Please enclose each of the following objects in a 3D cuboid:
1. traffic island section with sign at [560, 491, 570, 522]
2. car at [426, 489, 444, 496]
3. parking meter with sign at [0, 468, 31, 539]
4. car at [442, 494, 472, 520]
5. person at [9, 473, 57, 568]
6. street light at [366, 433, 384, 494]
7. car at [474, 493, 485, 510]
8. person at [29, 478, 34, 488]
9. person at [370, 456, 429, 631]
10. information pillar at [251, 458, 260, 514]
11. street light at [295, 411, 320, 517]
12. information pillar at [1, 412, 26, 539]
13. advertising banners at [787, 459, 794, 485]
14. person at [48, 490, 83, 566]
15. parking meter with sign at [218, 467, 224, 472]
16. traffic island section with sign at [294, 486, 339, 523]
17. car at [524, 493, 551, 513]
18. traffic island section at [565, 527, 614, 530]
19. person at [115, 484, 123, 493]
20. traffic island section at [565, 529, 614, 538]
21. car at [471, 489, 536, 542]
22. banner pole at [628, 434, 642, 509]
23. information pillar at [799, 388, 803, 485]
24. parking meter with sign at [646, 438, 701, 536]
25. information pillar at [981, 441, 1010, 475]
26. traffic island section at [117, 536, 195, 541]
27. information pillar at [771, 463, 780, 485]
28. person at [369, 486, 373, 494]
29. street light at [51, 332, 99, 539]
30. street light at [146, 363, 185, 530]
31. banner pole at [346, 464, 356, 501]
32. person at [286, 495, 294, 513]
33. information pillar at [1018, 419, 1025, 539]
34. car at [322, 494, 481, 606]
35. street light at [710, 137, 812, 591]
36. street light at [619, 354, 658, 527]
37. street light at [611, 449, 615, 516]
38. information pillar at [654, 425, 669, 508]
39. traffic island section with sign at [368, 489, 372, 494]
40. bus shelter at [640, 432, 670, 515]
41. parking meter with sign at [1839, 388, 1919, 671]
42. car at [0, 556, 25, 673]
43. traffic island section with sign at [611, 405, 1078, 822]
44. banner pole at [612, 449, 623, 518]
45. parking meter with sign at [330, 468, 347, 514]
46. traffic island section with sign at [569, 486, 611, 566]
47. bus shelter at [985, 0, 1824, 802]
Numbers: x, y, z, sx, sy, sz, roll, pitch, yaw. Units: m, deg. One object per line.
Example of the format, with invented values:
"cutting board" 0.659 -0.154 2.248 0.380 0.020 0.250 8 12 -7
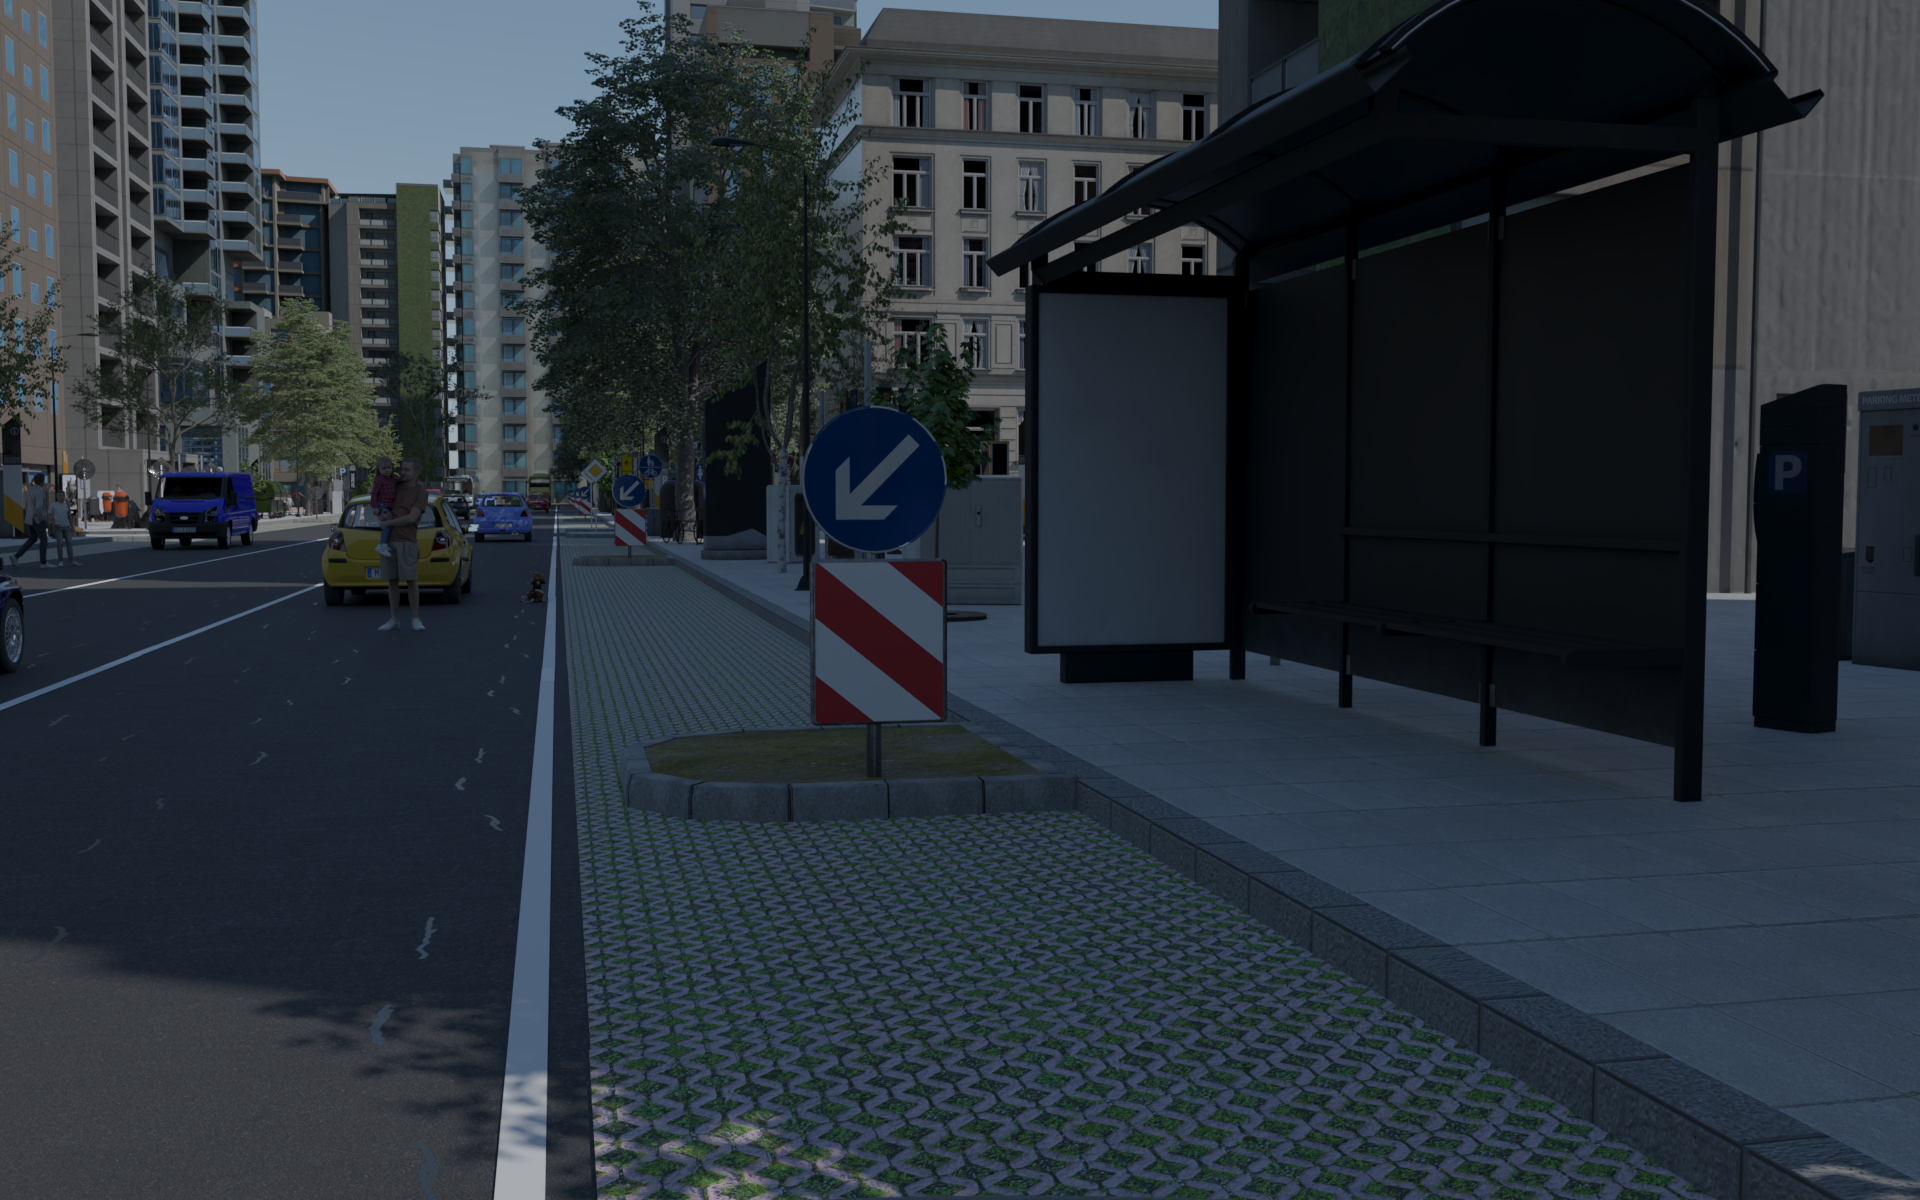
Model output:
"traffic island section with sign" -19.440 -4.933 89.282 1.989 1.847 2.006 -1 4 -13
"car" -40.330 -7.526 131.721 2.281 1.827 5.304 -1 4 -12
"parking meter with sign" -27.626 -3.278 49.850 1.738 3.016 0.543 -1 4 -20
"car" -28.152 -5.285 96.202 2.009 1.686 4.222 -1 4 -14
"person" -17.906 -1.535 33.440 0.661 1.843 0.795 3 5 42
"street light" -44.246 -9.688 130.946 1.470 5.913 1.316 -1 4 -13
"car" -40.426 -8.443 147.632 1.945 1.707 3.694 -1 4 -14
"person" -28.420 -2.872 53.254 0.529 1.795 0.600 0 4 0
"person" -5.918 -0.596 18.223 0.580 1.828 0.573 -3 4 -36
"information pillar" -45.882 -7.427 112.778 0.504 3.616 0.183 1 4 11
"street light" -36.306 -7.573 96.367 1.470 5.913 1.316 -1 4 -13
"information pillar" -26.967 -3.546 49.329 0.504 3.616 0.183 -1 4 -23
"advertising banners" -9.294 -5.545 86.853 2.074 3.025 0.090 -2 4 -28
"person" -17.788 -1.425 34.389 0.523 1.515 0.503 1 4 10
"parking meter with sign" -46.626 -6.871 108.605 0.543 3.016 1.738 -1 4 -9
"traffic island section with sign" -32.231 -4.780 86.787 1.989 1.847 2.006 -1 4 -13
"car" -32.250 -7.516 131.928 2.155 1.783 4.494 -1 4 -14
"traffic island section" -13.769 -2.609 64.942 2.009 0.180 2.903 -1 4 -13
"person" -41.364 -4.806 84.888 0.573 1.790 0.520 0 4 -4
"traffic island section" -11.961 -2.134 57.164 2.009 0.180 2.903 -1 4 -13
"car" -13.994 -2.662 53.117 1.945 1.707 3.694 -1 4 -14
"banner pole" -13.148 -4.932 70.662 0.401 3.779 0.863 2 4 26
"information pillar" -3.469 -2.876 38.374 0.183 3.616 0.504 -1 4 -14
"parking meter with sign" -8.830 -3.486 53.258 0.543 3.016 1.738 3 5 43
"information pillar" 0.483 -1.198 24.079 0.304 2.012 0.304 -2 4 -26
"traffic island section" -24.958 -1.950 54.158 2.009 0.180 2.903 -1 4 -13
"information pillar" -4.472 -2.243 41.158 0.304 2.012 0.304 1 4 22
"person" -25.406 -3.994 74.021 1.509 1.804 0.699 0 4 7
"street light" -25.406 -4.722 49.741 1.470 5.913 1.316 -1 4 -13
"street light" -28.236 -5.444 61.549 1.470 5.913 1.316 -1 4 -13
"banner pole" -44.337 -8.318 126.020 0.863 3.779 0.401 -1 4 -11
"person" -44.416 -6.344 114.788 0.382 1.210 0.505 1 4 18
"information pillar" 1.872 -3.517 48.864 0.504 3.616 0.183 3 5 40
"car" -7.662 -0.831 23.817 2.015 1.641 3.980 -1 4 -13
"street light" -2.561 -3.074 22.797 1.470 5.913 1.316 -1 4 -13
"street light" -10.567 -5.188 57.361 1.470 5.913 1.316 -1 4 -13
"street light" -12.987 -5.840 68.017 1.470 5.913 1.316 -1 4 -13
"information pillar" -9.734 -3.994 56.649 0.504 3.616 0.183 -1 4 -11
"traffic island section with sign" -38.428 -6.412 113.464 1.989 1.847 2.006 -1 4 -13
"bus shelter" -18.249 -7.567 101.357 2.179 5.291 8.768 -1 4 -13
"parking meter with sign" 7.047 -1.010 12.777 0.543 3.016 1.738 -1 4 -20
"car" -8.156 0.002 12.555 1.945 1.354 3.894 -1 4 -13
"traffic island section with sign" -0.651 0.008 8.495 1.989 1.847 2.006 -1 4 -13
"banner pole" -18.061 -6.306 93.116 0.863 3.779 0.401 0 4 8
"parking meter with sign" -40.651 -7.154 113.227 0.543 3.016 1.738 0 4 3
"traffic island section with sign" -6.829 -1.618 35.083 1.989 1.847 2.006 -1 4 -13
"bus shelter" 1.787 -0.944 9.351 2.014 3.302 5.546 -1 4 -13
